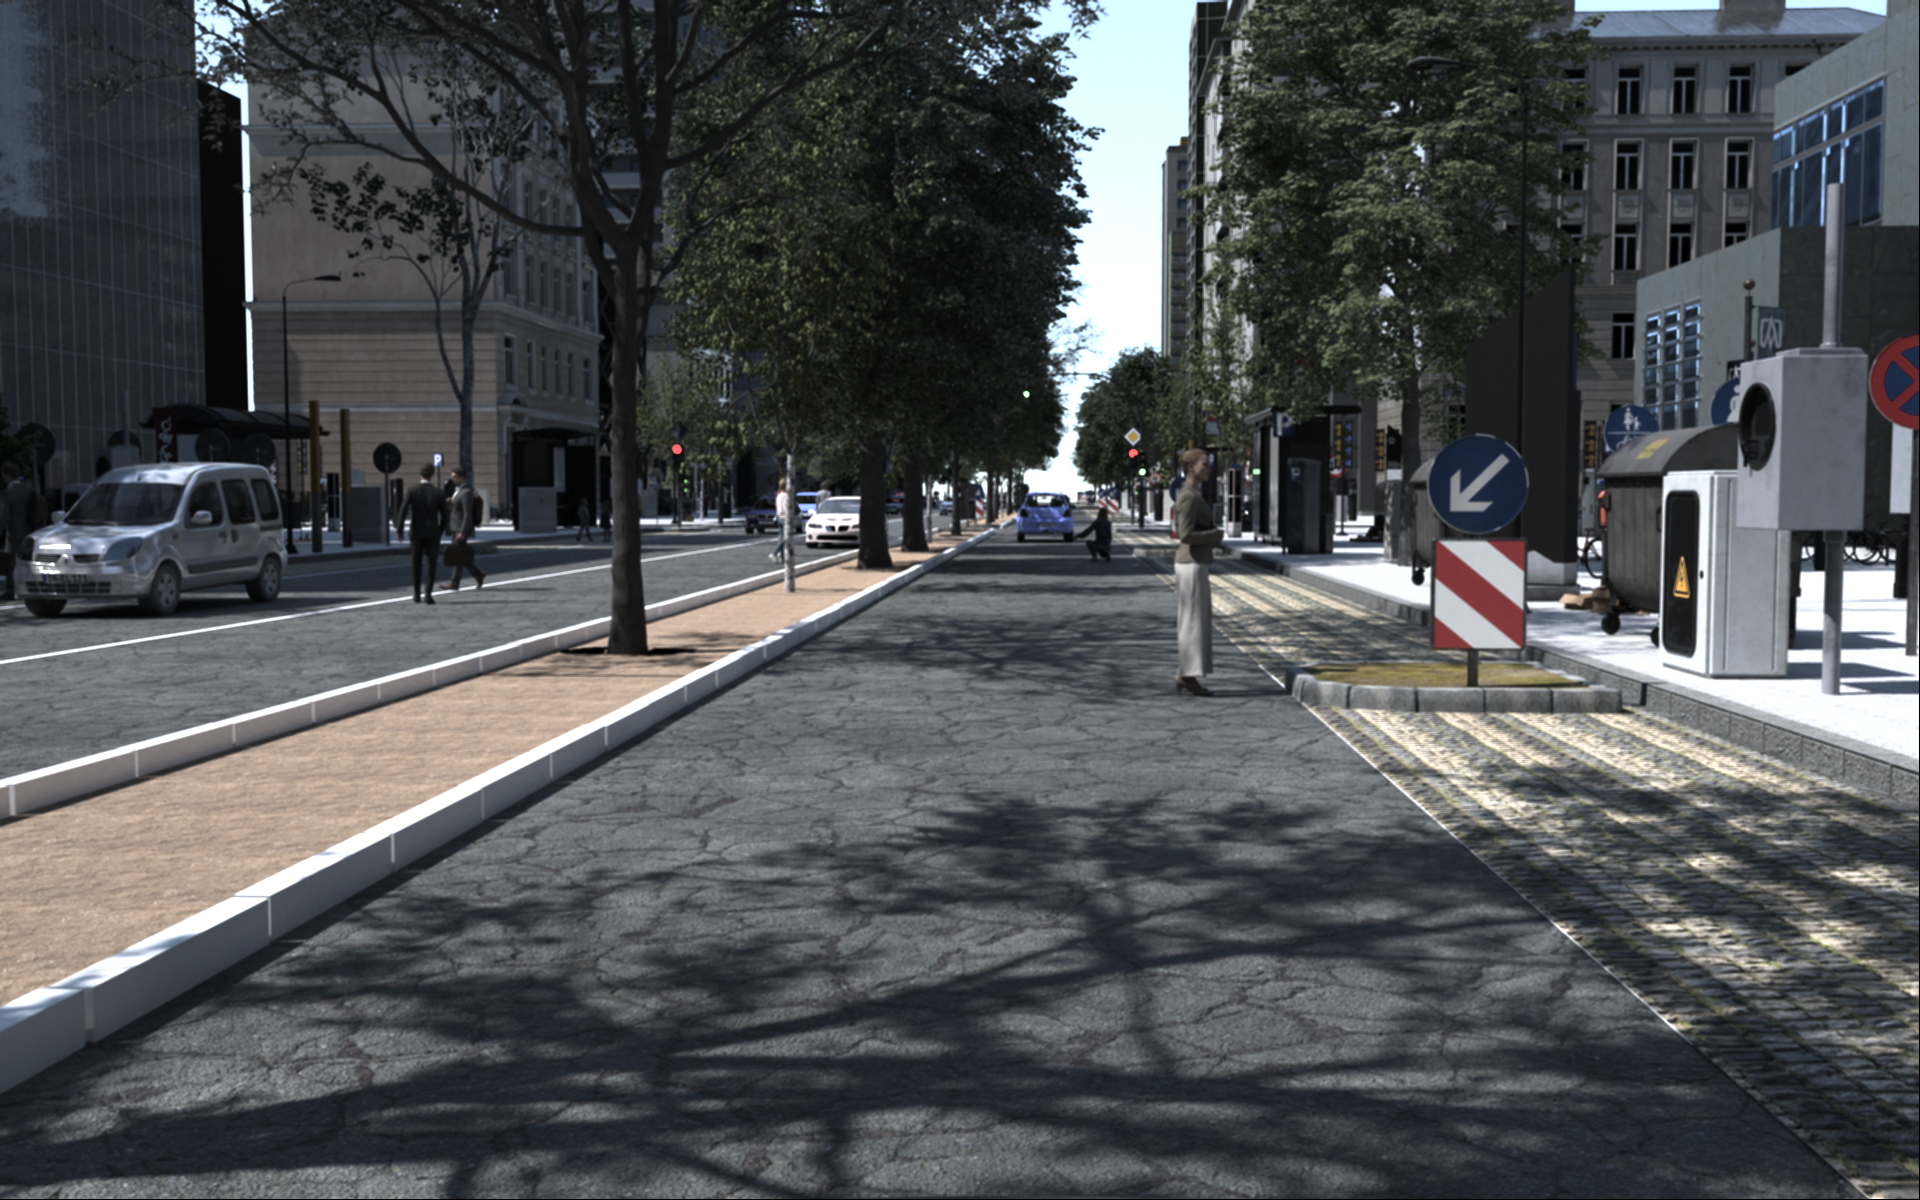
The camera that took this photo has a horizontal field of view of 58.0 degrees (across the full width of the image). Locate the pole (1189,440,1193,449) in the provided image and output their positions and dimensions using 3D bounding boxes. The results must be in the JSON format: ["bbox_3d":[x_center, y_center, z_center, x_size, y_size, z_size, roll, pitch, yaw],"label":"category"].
[{"bbox_3d":[8.690,-4.374,65.353,0.158,3.312,0.155,0,3,0],"label":"pole"}]

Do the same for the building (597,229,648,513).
[{"bbox_3d":[-29.761,-15.174,115.540,16.820,18.784,16.811,0,4,3],"label":"building"}]

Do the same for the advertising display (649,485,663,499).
[{"bbox_3d":[-21.887,-7.301,124.589,0.974,1.923,0.123,-1,4,-14],"label":"advertising display"}]

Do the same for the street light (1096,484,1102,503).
[{"bbox_3d":[15.085,-12.605,178.639,1.470,5.913,1.316,0,4,3],"label":"street light"}]

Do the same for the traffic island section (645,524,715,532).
[{"bbox_3d":[-10.728,-2.682,66.123,2.009,0.180,2.903,0,4,3],"label":"traffic island section"}]

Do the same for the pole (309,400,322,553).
[{"bbox_3d":[-14.080,-2.691,37.845,0.158,3.312,0.155,0,3,0],"label":"pole"}]

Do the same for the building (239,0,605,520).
[{"bbox_3d":[-28.793,-18.985,96.307,13.634,28.700,20.117,0,4,3],"label":"building"}]

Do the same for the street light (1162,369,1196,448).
[{"bbox_3d":[8.199,-5.620,64.435,1.470,5.913,1.316,0,4,3],"label":"street light"}]

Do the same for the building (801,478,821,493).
[{"bbox_3d":[-32.025,-30.542,191.238,32.217,40.220,23.993,0,4,3],"label":"building"}]

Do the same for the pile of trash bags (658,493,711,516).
[{"bbox_3d":[-16.712,-5.781,104.270,3.447,1.369,1.912,-1,4,-11],"label":"pile of trash bags"}]

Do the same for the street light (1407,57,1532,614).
[{"bbox_3d":[5.455,-2.814,18.546,1.470,5.913,1.316,0,4,3],"label":"street light"}]

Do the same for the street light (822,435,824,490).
[{"bbox_3d":[-8.925,-8.994,119.592,1.470,5.913,1.316,0,4,3],"label":"street light"}]

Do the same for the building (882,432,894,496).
[{"bbox_3d":[-18.561,-38.971,287.293,14.600,45.320,14.200,0,4,3],"label":"building"}]

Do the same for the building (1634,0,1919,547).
[{"bbox_3d":[30.596,-44.109,33.860,22.319,86.520,31.000,0,4,3],"label":"building"}]

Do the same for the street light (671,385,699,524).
[{"bbox_3d":[-11.673,-6.201,73.935,1.470,5.913,1.316,0,4,3],"label":"street light"}]

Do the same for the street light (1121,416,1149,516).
[{"bbox_3d":[10.475,-7.950,102.523,1.470,5.913,1.316,0,4,3],"label":"street light"}]

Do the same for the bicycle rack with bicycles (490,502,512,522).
[{"bbox_3d":[-21.877,-4.019,79.085,2.925,0.926,2.852,-1,4,-13],"label":"bicycle rack with bicycles"}]

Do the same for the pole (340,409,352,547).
[{"bbox_3d":[-14.752,-2.922,41.622,0.158,3.312,0.155,0,3,0],"label":"pole"}]

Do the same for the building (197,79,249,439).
[{"bbox_3d":[-48.489,-16.043,91.976,15.834,23.373,12.332,0,4,3],"label":"building"}]

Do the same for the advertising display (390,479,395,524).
[{"bbox_3d":[-24.473,-4.287,75.305,0.123,1.923,0.974,0,4,8],"label":"advertising display"}]

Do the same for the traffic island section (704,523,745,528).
[{"bbox_3d":[-10.253,-3.169,74.094,2.009,0.180,2.903,0,4,3],"label":"traffic island section"}]

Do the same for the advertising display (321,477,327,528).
[{"bbox_3d":[-24.253,-3.702,65.747,0.123,1.923,0.974,1,4,19],"label":"advertising display"}]

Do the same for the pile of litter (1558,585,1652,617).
[{"bbox_3d":[7.195,-0.310,19.038,1.176,0.858,1.719,2,4,29],"label":"pile of litter"}]

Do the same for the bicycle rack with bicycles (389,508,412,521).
[{"bbox_3d":[-27.766,-4.280,83.360,2.925,0.926,2.852,-3,4,-36],"label":"bicycle rack with bicycles"}]

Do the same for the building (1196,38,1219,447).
[{"bbox_3d":[42.188,-37.164,196.867,28.713,52.752,27.495,0,4,3],"label":"building"}]

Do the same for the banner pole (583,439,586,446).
[{"bbox_3d":[-17.257,-5.426,78.735,0.863,3.779,0.401,-3,5,-44],"label":"banner pole"}]

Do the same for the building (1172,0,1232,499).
[{"bbox_3d":[41.758,-49.741,251.524,20.563,71.187,20.611,0,4,3],"label":"building"}]

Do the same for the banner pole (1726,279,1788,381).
[{"bbox_3d":[9.395,-1.856,20.367,0.863,3.779,0.401,-2,4,-25],"label":"banner pole"}]

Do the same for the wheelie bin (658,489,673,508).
[{"bbox_3d":[-18.072,-6.016,106.277,0.980,1.594,0.693,0,4,-4],"label":"wheelie bin"}]

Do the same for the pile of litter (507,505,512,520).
[{"bbox_3d":[-21.680,-4.369,85.392,1.176,0.858,1.719,2,4,26],"label":"pile of litter"}]

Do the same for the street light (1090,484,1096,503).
[{"bbox_3d":[17.787,-15.397,224.284,1.470,5.913,1.316,0,4,3],"label":"street light"}]

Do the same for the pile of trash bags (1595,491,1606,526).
[{"bbox_3d":[15.201,-2.127,44.527,3.447,1.369,1.912,1,4,12],"label":"pile of trash bags"}]

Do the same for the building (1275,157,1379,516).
[{"bbox_3d":[29.808,-18.131,115.507,14.314,24.678,30.058,0,4,3],"label":"building"}]

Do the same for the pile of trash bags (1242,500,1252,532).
[{"bbox_3d":[10.652,-3.029,59.270,1.912,1.369,3.447,2,4,28],"label":"pile of trash bags"}]

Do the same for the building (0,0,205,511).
[{"bbox_3d":[-34.805,-14.212,50.396,19.932,24.808,12.078,0,4,3],"label":"building"}]

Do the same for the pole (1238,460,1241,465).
[{"bbox_3d":[16.624,-6.682,103.099,0.158,3.312,0.155,0,3,0],"label":"pole"}]

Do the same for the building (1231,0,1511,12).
[{"bbox_3d":[40.956,-35.429,168.499,28.713,52.752,27.495,0,4,3],"label":"building"}]

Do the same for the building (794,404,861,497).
[{"bbox_3d":[-20.127,-29.379,252.039,14.160,30.474,14.107,0,4,3],"label":"building"}]

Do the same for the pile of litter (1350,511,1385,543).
[{"bbox_3d":[11.112,-1.967,46.127,1.176,0.858,1.719,-1,4,-17],"label":"pile of litter"}]

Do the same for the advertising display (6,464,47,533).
[{"bbox_3d":[-17.363,-1.635,31.947,0.974,1.923,0.123,0,4,2],"label":"advertising display"}]

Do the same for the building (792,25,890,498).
[{"bbox_3d":[-21.571,-50.809,268.984,20.563,71.187,20.611,0,4,3],"label":"building"}]

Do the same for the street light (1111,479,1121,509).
[{"bbox_3d":[13.266,-10.723,147.860,1.470,5.913,1.316,0,4,3],"label":"street light"}]

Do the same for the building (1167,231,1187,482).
[{"bbox_3d":[39.392,-35.861,269.925,14.154,41.232,14.086,0,4,3],"label":"building"}]

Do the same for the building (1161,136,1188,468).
[{"bbox_3d":[44.256,-45.795,290.746,21.231,58.520,28.212,0,4,3],"label":"building"}]

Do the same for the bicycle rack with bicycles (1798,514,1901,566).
[{"bbox_3d":[16.679,-1.147,32.133,2.852,0.926,2.925,-2,4,-34],"label":"bicycle rack with bicycles"}]

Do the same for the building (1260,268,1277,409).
[{"bbox_3d":[31.165,-18.905,138.773,12.332,23.373,15.834,0,4,3],"label":"building"}]

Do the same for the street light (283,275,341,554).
[{"bbox_3d":[-13.814,-3.937,36.904,1.470,5.913,1.316,0,4,3],"label":"street light"}]

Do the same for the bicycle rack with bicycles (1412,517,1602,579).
[{"bbox_3d":[8.383,-0.839,27.099,2.852,0.926,2.925,-1,4,-12],"label":"bicycle rack with bicycles"}]

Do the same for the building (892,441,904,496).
[{"bbox_3d":[-16.320,-37.788,301.427,14.154,41.232,14.086,0,4,3],"label":"building"}]

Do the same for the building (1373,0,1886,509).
[{"bbox_3d":[34.410,-17.738,87.283,25.104,27.353,12.463,0,4,3],"label":"building"}]

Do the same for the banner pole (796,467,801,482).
[{"bbox_3d":[-12.735,-8.858,134.852,0.863,3.779,0.401,-1,4,-23],"label":"banner pole"}]

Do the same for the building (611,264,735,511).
[{"bbox_3d":[-24.530,-16.773,138.860,10.561,19.102,19.286,0,4,3],"label":"building"}]

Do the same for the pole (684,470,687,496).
[{"bbox_3d":[-18.541,-7.520,116.797,0.158,3.312,0.155,0,3,0],"label":"pole"}]

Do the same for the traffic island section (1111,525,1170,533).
[{"bbox_3d":[6.832,-2.618,65.077,2.009,0.180,2.903,0,4,3],"label":"traffic island section"}]

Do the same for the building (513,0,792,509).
[{"bbox_3d":[-28.375,-38.037,163.905,21.231,58.520,28.212,0,4,3],"label":"building"}]
